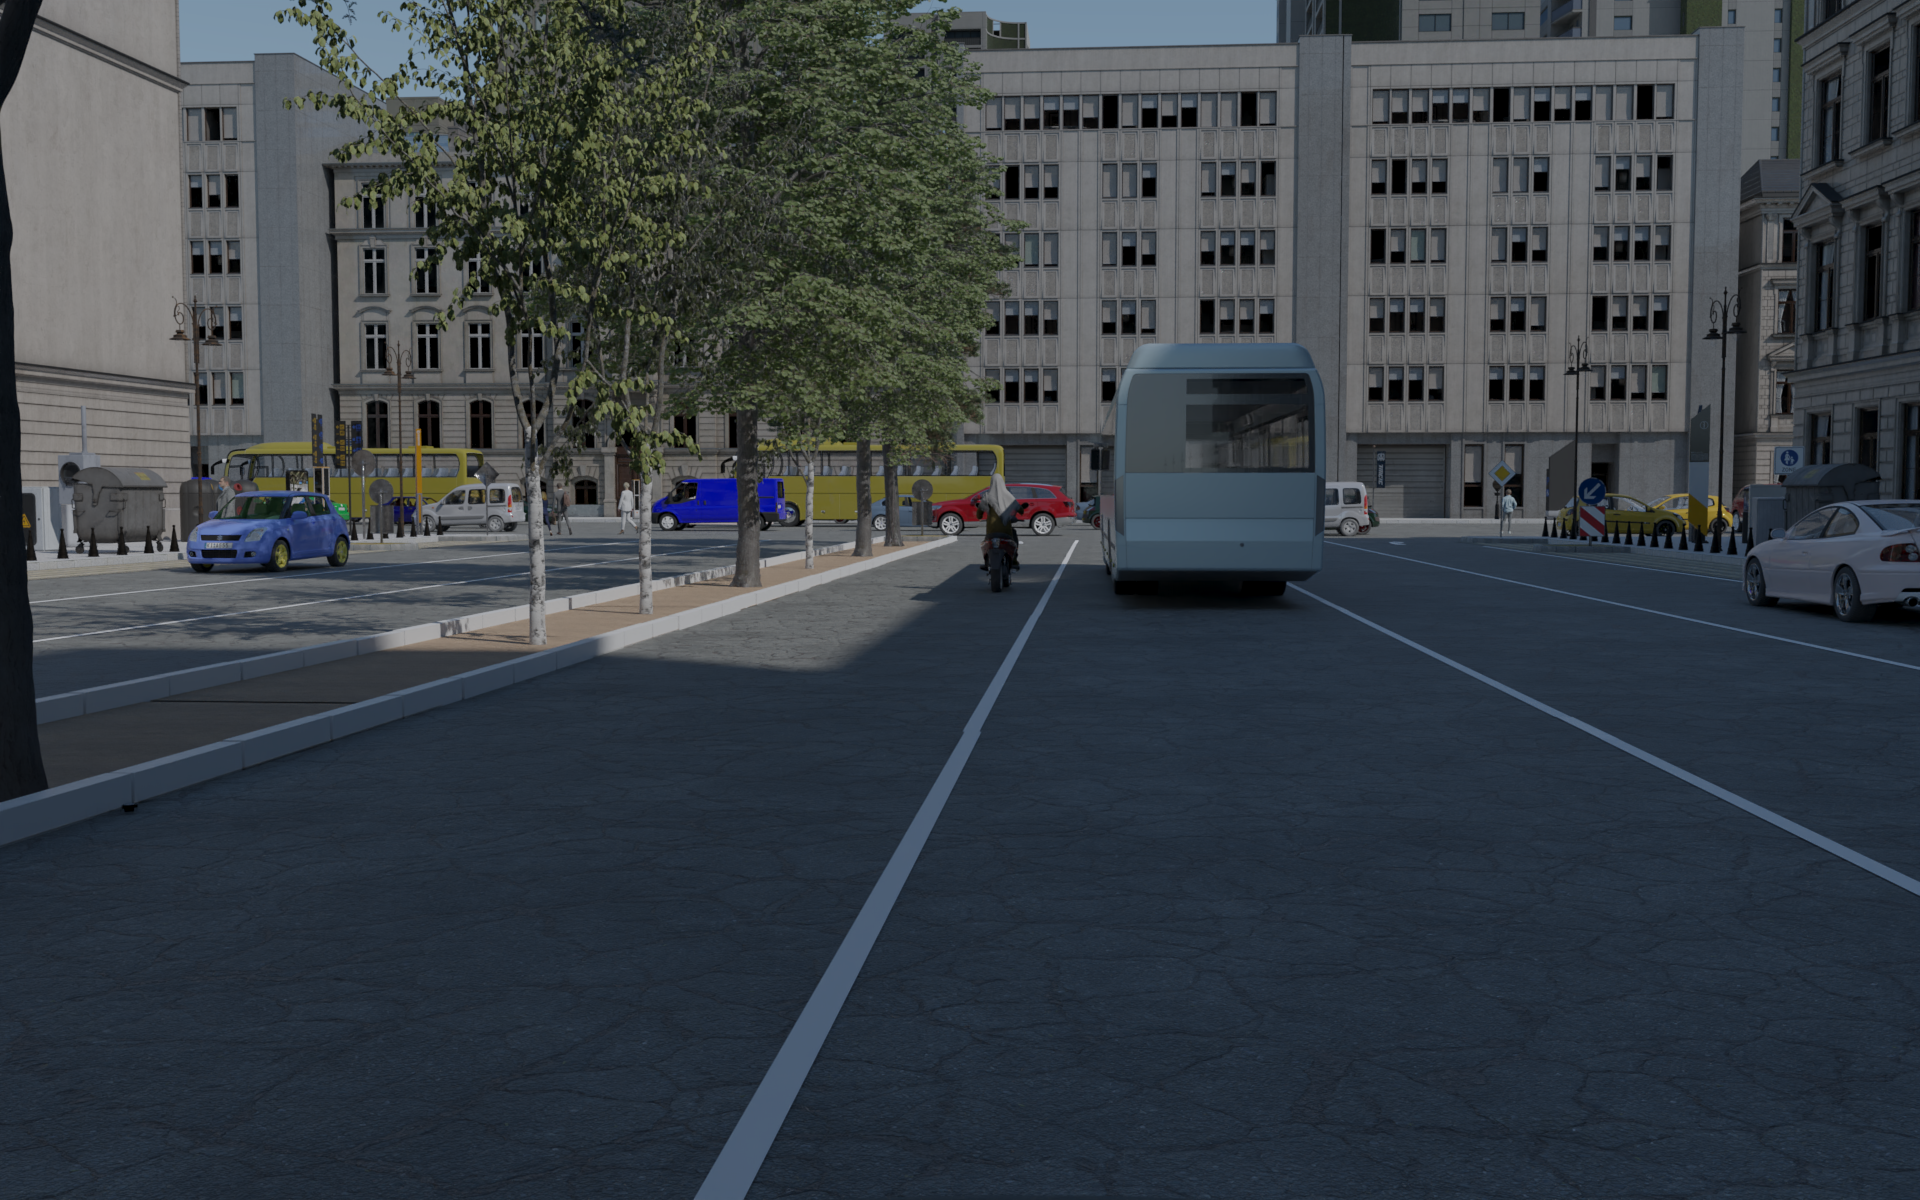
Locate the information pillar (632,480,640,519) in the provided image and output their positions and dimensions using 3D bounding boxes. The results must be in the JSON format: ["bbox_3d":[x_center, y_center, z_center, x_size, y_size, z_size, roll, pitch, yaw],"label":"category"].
[{"bbox_3d":[-16.599,-5.150,88.691,0.304,2.012,0.304,-2,4,-31],"label":"information pillar"}]

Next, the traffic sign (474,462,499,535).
[{"bbox_3d":[-14.656,-3.059,53.657,0.795,2.450,0.064,0,4,5],"label":"traffic sign"}]

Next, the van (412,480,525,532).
[{"bbox_3d":[-18.712,-3.598,65.834,4.112,2.044,2.013,0,4,5],"label":"van"}]

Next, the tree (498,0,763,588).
[{"bbox_3d":[-3.333,-6.487,26.650,7.486,12.596,7.792,0,3,0],"label":"tree"}]

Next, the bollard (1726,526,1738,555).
[{"bbox_3d":[16.319,-1.256,36.585,0.229,0.601,0.229,0,3,0],"label":"bollard"}]

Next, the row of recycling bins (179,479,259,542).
[{"bbox_3d":[-20.470,-2.492,47.862,1.069,1.692,3.534,0,4,3],"label":"row of recycling bins"}]

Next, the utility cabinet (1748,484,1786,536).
[{"bbox_3d":[18.687,-1.892,39.615,1.173,1.500,0.318,1,4,19],"label":"utility cabinet"}]

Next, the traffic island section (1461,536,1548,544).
[{"bbox_3d":[16.008,-1.769,51.203,2.009,0.180,2.903,0,4,5],"label":"traffic island section"}]

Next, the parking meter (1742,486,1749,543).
[{"bbox_3d":[20.552,-2.240,45.029,0.372,1.533,0.369,0,3,0],"label":"parking meter"}]

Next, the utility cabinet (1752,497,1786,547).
[{"bbox_3d":[16.951,-1.509,35.835,1.020,1.237,0.306,0,4,2],"label":"utility cabinet"}]

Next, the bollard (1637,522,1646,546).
[{"bbox_3d":[16.828,-1.634,42.756,0.229,0.601,0.229,0,3,0],"label":"bollard"}]

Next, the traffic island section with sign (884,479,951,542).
[{"bbox_3d":[-1.222,-2.735,52.854,2.006,1.907,1.989,0,4,5],"label":"traffic island section with sign"}]

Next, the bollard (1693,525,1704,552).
[{"bbox_3d":[16.487,-1.382,38.638,0.229,0.601,0.229,0,3,0],"label":"bollard"}]

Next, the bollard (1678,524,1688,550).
[{"bbox_3d":[16.573,-1.445,39.664,0.229,0.601,0.229,0,3,0],"label":"bollard"}]

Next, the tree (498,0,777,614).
[{"bbox_3d":[-3.724,-4.142,20.537,4.360,8.622,3.978,0,3,0],"label":"tree"}]

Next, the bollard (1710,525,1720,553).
[{"bbox_3d":[16.406,-1.319,37.615,0.229,0.601,0.229,0,3,0],"label":"bollard"}]

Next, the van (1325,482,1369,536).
[{"bbox_3d":[11.926,-3.208,59.470,4.112,2.044,2.013,0,4,6],"label":"van"}]

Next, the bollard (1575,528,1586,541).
[{"bbox_3d":[17.247,-1.948,47.899,0.229,0.601,0.229,0,3,0],"label":"bollard"}]

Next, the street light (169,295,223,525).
[{"bbox_3d":[-17.779,-4.137,40.433,0.468,5.910,1.993,0,4,5],"label":"street light"}]

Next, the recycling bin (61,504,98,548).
[{"bbox_3d":[-21.414,-1.798,41.957,0.722,1.027,0.722,3,5,39],"label":"recycling bin"}]

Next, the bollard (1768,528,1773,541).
[{"bbox_3d":[16.151,-1.130,34.518,0.229,0.601,0.229,0,3,0],"label":"bollard"}]

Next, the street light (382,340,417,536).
[{"bbox_3d":[-16.880,-4.860,52.245,0.468,5.910,1.993,0,4,5],"label":"street light"}]

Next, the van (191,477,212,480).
[{"bbox_3d":[-30.340,-3.642,63.937,5.245,2.365,2.240,0,4,7],"label":"van"}]

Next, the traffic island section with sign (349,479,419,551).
[{"bbox_3d":[-15.094,-2.198,44.571,1.989,1.847,2.006,0,4,5],"label":"traffic island section with sign"}]

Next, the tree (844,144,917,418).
[{"bbox_3d":[-2.871,-4.906,33.025,4.360,8.622,3.978,0,3,0],"label":"tree"}]

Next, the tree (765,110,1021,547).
[{"bbox_3d":[-1.909,-7.479,46.791,6.751,12.117,7.091,0,3,0],"label":"tree"}]

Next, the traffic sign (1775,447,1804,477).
[{"bbox_3d":[17.806,-2.149,37.261,0.606,2.300,0.079,1,4,9],"label":"traffic sign"}]

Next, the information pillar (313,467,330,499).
[{"bbox_3d":[-17.274,-2.594,46.899,0.304,2.012,0.304,1,4,14],"label":"information pillar"}]

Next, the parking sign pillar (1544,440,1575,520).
[{"bbox_3d":[29.678,-5.939,85.579,1.447,3.967,1.447,0,4,-3],"label":"parking sign pillar"}]

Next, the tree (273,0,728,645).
[{"bbox_3d":[-3.977,-3.858,15.902,4.737,8.622,4.395,0,3,0],"label":"tree"}]

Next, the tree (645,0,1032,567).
[{"bbox_3d":[-2.276,-7.278,39.578,7.486,12.596,7.792,0,3,0],"label":"tree"}]

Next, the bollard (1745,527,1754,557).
[{"bbox_3d":[16.231,-1.194,35.560,0.229,0.601,0.229,0,3,0],"label":"bollard"}]

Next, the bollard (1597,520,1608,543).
[{"bbox_3d":[17.081,-1.823,45.845,0.229,0.601,0.229,0,3,0],"label":"bollard"}]

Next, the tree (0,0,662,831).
[{"bbox_3d":[-4.273,-5.774,7.232,12.009,13.543,11.850,0,3,0],"label":"tree"}]

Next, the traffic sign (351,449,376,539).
[{"bbox_3d":[-17.041,-3.019,49.465,0.768,2.556,0.104,1,4,12],"label":"traffic sign"}]

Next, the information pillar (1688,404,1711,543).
[{"bbox_3d":[19.209,-3.280,44.985,0.504,3.616,0.183,1,4,15],"label":"information pillar"}]

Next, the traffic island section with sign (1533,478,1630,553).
[{"bbox_3d":[15.336,-2.099,42.940,1.989,1.847,2.006,0,4,5],"label":"traffic island section with sign"}]

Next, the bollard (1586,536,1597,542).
[{"bbox_3d":[17.166,-1.885,46.868,0.229,0.601,0.229,0,3,0],"label":"bollard"}]

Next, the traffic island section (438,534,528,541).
[{"bbox_3d":[-14.680,-1.923,53.721,2.009,0.180,2.903,0,4,5],"label":"traffic island section"}]

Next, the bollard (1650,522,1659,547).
[{"bbox_3d":[16.741,-1.571,41.733,0.229,0.601,0.229,0,3,0],"label":"bollard"}]

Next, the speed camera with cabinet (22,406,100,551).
[{"bbox_3d":[-20.322,-2.721,38.818,2.038,3.252,0.660,1,4,13],"label":"speed camera with cabinet"}]

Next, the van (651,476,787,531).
[{"bbox_3d":[-9.455,-3.861,67.512,5.245,2.365,2.240,0,4,4],"label":"van"}]

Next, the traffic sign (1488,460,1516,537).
[{"bbox_3d":[15.984,-2.904,51.128,0.795,2.450,0.064,0,4,5],"label":"traffic sign"}]

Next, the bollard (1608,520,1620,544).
[{"bbox_3d":[16.995,-1.760,44.822,0.229,0.601,0.229,0,3,0],"label":"bollard"}]

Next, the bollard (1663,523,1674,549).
[{"bbox_3d":[16.657,-1.509,40.706,0.229,0.601,0.229,0,3,0],"label":"bollard"}]

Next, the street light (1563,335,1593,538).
[{"bbox_3d":[18.000,-4.757,50.561,0.468,5.910,1.993,0,4,5],"label":"street light"}]

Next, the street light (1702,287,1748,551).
[{"bbox_3d":[17.055,-4.035,38.753,0.468,5.910,1.993,0,4,5],"label":"street light"}]

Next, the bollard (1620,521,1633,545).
[{"bbox_3d":[16.913,-1.697,43.788,0.229,0.601,0.229,0,3,0],"label":"bollard"}]
